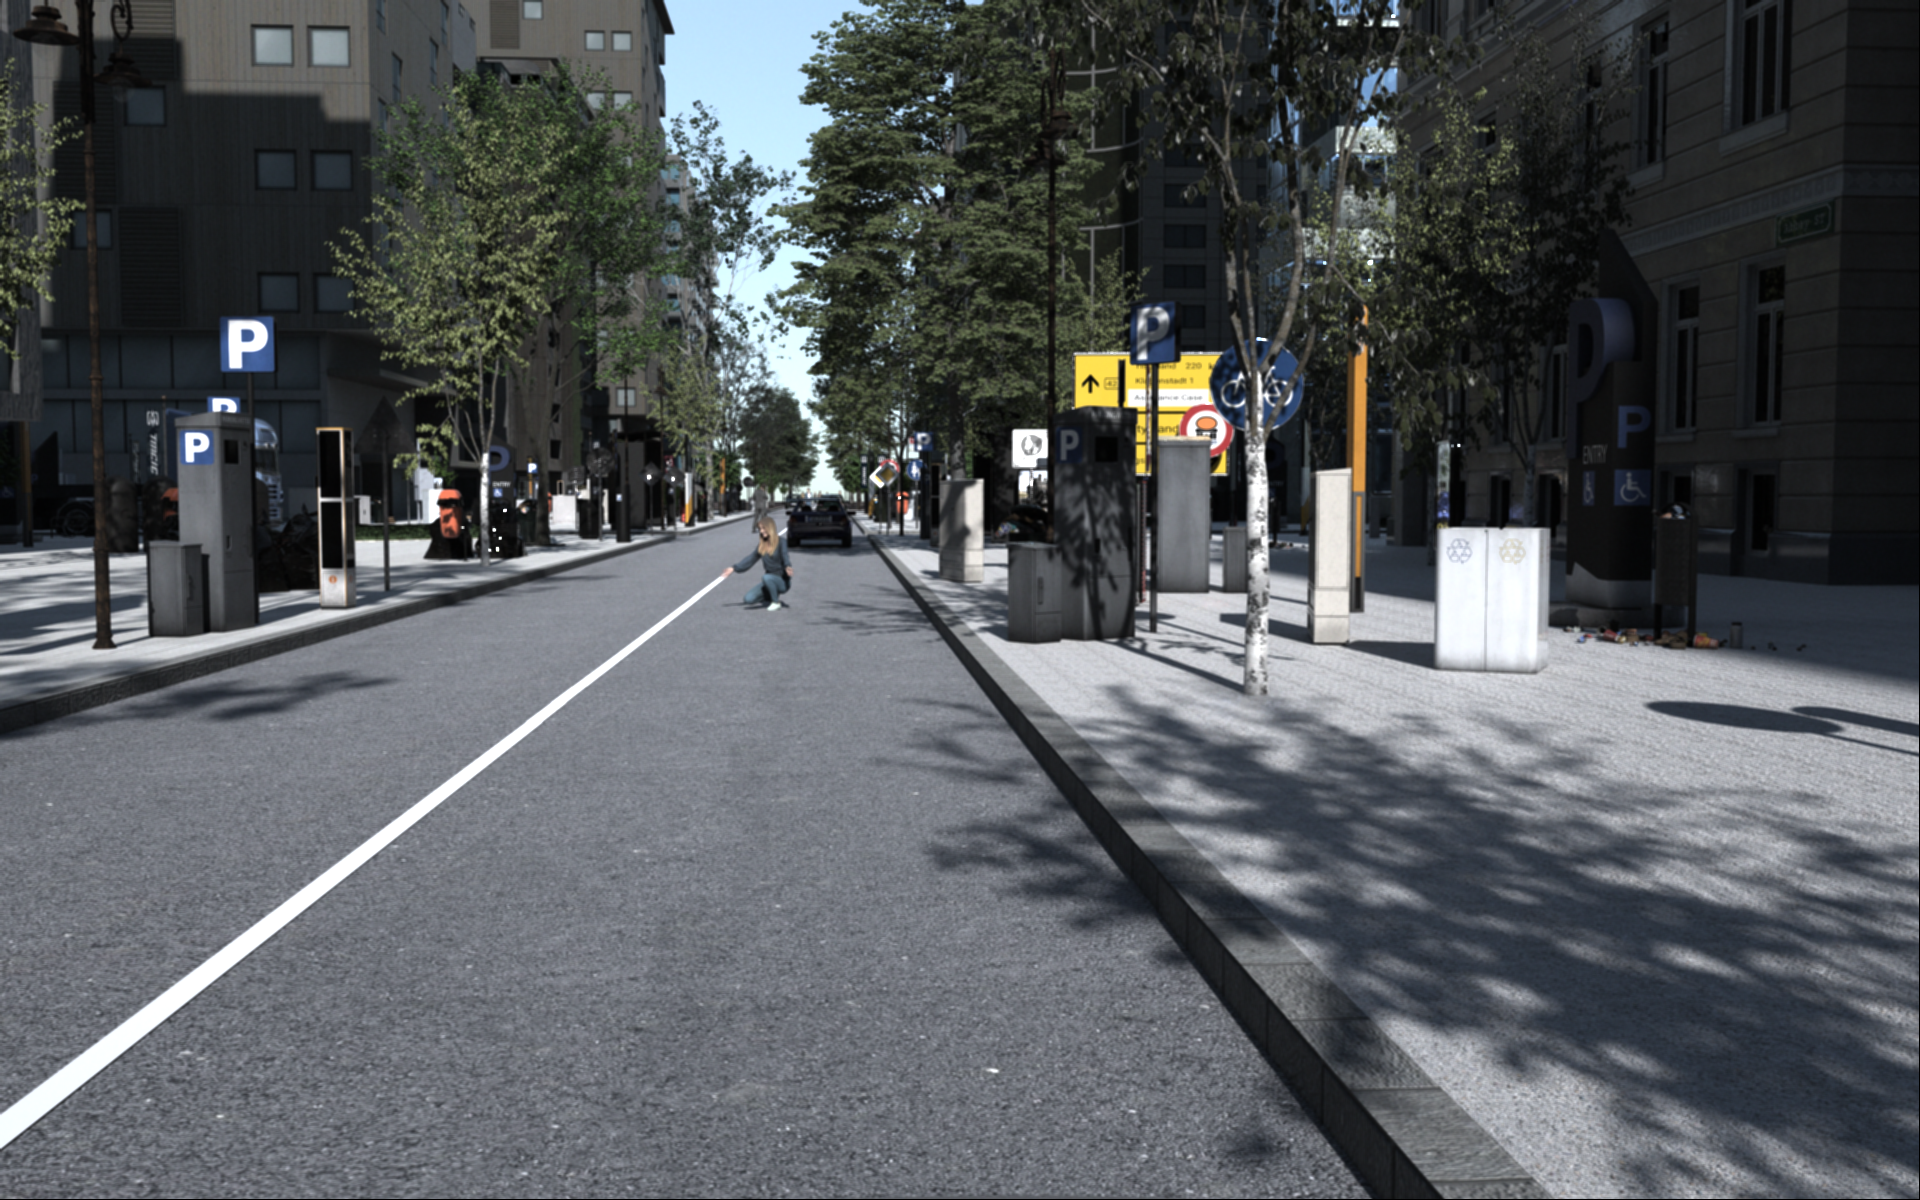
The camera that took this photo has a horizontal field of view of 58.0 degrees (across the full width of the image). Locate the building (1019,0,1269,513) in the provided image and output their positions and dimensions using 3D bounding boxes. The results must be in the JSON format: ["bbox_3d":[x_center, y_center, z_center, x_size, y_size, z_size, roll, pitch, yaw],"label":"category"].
[{"bbox_3d":[13.406,-42.093,126.469,20.563,71.187,20.611,0,4,-4],"label":"building"}]

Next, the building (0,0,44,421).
[{"bbox_3d":[-26.728,-21.334,32.408,14.086,41.232,14.154,0,4,-4],"label":"building"}]

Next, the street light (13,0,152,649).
[{"bbox_3d":[-7.114,-2.534,14.220,0.468,5.910,1.993,0,4,-4],"label":"street light"}]

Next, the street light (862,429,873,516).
[{"bbox_3d":[-5.249,-7.794,100.224,0.468,5.910,1.993,0,4,-4],"label":"street light"}]

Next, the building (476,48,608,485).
[{"bbox_3d":[-44.369,-27.753,145.642,32.217,40.220,23.993,0,4,-4],"label":"building"}]

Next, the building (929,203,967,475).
[{"bbox_3d":[2.466,-34.378,245.676,14.154,41.232,14.086,0,4,-4],"label":"building"}]

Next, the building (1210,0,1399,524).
[{"bbox_3d":[28.320,-47.176,84.005,31.000,86.520,22.319,0,4,-4],"label":"building"}]

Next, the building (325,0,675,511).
[{"bbox_3d":[-43.545,-35.613,171.508,28.713,52.752,27.495,0,4,-4],"label":"building"}]

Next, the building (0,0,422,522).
[{"bbox_3d":[-40.502,-30.525,88.322,28.713,52.752,27.495,0,4,-4],"label":"building"}]

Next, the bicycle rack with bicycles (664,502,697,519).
[{"bbox_3d":[-15.251,-4.772,91.406,2.925,0.926,2.852,3,5,41],"label":"bicycle rack with bicycles"}]

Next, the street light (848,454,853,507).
[{"bbox_3d":[-10.919,-12.452,176.384,0.468,5.910,1.993,0,4,-4],"label":"street light"}]

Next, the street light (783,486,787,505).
[{"bbox_3d":[-22.200,-15.178,220.947,0.468,5.910,1.993,0,4,-4],"label":"street light"}]

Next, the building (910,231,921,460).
[{"bbox_3d":[3.236,-38.361,281.833,22.147,44.769,28.867,0,4,-4],"label":"building"}]

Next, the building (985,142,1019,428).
[{"bbox_3d":[8.943,-22.862,145.499,14.160,30.474,14.107,0,4,-4],"label":"building"}]

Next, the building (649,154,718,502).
[{"bbox_3d":[-47.633,-38.177,243.794,23.786,49.044,30.456,0,4,-4],"label":"building"}]

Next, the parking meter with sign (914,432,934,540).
[{"bbox_3d":[-0.852,-3.260,49.566,0.543,3.016,1.738,1,4,11],"label":"parking meter with sign"}]

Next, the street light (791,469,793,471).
[{"bbox_3d":[-24.893,-17.356,256.553,0.468,5.910,1.993,0,4,-4],"label":"street light"}]

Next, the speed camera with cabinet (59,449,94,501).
[{"bbox_3d":[-38.468,-4.972,75.632,2.038,3.252,0.660,1,4,11],"label":"speed camera with cabinet"}]

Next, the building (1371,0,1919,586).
[{"bbox_3d":[17.657,-15.146,33.545,13.634,28.700,20.117,0,4,-4],"label":"building"}]

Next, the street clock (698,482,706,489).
[{"bbox_3d":[-15.533,-6.105,104.389,0.471,2.002,0.358,1,4,14],"label":"street clock"}]

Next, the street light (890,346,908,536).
[{"bbox_3d":[-1.793,-4.907,53.025,0.468,5.910,1.993,0,4,-4],"label":"street light"}]

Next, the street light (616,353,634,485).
[{"bbox_3d":[-9.667,-4.735,50.204,0.468,5.910,1.993,0,4,-4],"label":"street light"}]

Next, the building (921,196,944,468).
[{"bbox_3d":[1.398,-37.289,259.791,14.600,45.320,14.200,0,4,-4],"label":"building"}]

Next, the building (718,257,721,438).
[{"bbox_3d":[-49.664,-40.078,274.885,23.786,49.044,30.456,0,4,-4],"label":"building"}]

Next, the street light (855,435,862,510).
[{"bbox_3d":[-7.830,-9.946,135.398,0.468,5.910,1.993,0,4,-4],"label":"street light"}]

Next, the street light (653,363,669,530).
[{"bbox_3d":[-10.537,-5.411,61.251,0.468,5.910,1.993,0,4,-4],"label":"street light"}]

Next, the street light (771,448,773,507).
[{"bbox_3d":[-18.781,-12.238,172.874,0.468,5.910,1.993,0,4,-4],"label":"street light"}]

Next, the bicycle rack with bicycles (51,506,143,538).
[{"bbox_3d":[-25.545,-2.316,51.251,2.925,0.926,2.852,1,4,11],"label":"bicycle rack with bicycles"}]

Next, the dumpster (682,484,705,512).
[{"bbox_3d":[-15.065,-5.631,97.817,1.264,1.857,1.865,0,4,-4],"label":"dumpster"}]

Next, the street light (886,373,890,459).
[{"bbox_3d":[-2.647,-5.643,65.051,0.468,5.910,1.993,0,4,-4],"label":"street light"}]

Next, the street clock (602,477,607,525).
[{"bbox_3d":[-14.855,-4.107,71.715,0.471,2.002,0.358,1,4,9],"label":"street clock"}]

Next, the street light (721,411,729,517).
[{"bbox_3d":[-13.074,-7.562,96.429,0.468,5.910,1.993,0,4,-4],"label":"street light"}]

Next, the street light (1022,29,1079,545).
[{"bbox_3d":[0.946,-2.757,17.862,0.468,5.910,1.993,0,4,-4],"label":"street light"}]

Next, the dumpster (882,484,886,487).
[{"bbox_3d":[-3.686,-5.644,94.769,1.502,2.255,1.985,0,4,-4],"label":"dumpster"}]

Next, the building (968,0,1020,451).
[{"bbox_3d":[12.214,-33.016,163.516,21.300,48.544,21.600,0,4,-4],"label":"building"}]

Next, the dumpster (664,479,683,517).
[{"bbox_3d":[-16.525,-5.876,98.565,1.502,2.255,1.985,0,4,-4],"label":"dumpster"}]

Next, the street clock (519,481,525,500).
[{"bbox_3d":[-24.054,-5.539,95.127,0.358,2.002,0.471,-1,4,-17],"label":"street clock"}]

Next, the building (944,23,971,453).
[{"bbox_3d":[13.480,-36.624,188.048,28.713,52.752,27.495,0,4,-4],"label":"building"}]

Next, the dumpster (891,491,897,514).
[{"bbox_3d":[-3.348,-5.202,90.804,1.264,1.857,1.865,0,4,-4],"label":"dumpster"}]

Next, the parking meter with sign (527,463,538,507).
[{"bbox_3d":[-23.813,-6.183,97.351,0.543,3.016,1.738,-2,4,-29],"label":"parking meter with sign"}]

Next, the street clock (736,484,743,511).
[{"bbox_3d":[-16.426,-7.613,129.049,0.358,2.002,0.471,3,4,38],"label":"street clock"}]

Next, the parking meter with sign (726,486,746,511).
[{"bbox_3d":[-17.344,-8.396,133.538,1.738,3.016,0.543,-3,5,-41],"label":"parking meter with sign"}]

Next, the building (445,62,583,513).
[{"bbox_3d":[-34.219,-21.263,119.355,14.160,30.474,14.107,0,4,-4],"label":"building"}]

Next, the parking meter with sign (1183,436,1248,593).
[{"bbox_3d":[2.916,-1.605,22.505,1.738,3.016,0.543,0,4,3],"label":"parking meter with sign"}]

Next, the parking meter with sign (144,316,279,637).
[{"bbox_3d":[-7.026,-1.223,16.260,0.543,3.016,1.738,0,4,3],"label":"parking meter with sign"}]

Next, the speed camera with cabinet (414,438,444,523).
[{"bbox_3d":[-18.719,-4.085,61.118,0.660,3.252,2.038,-2,4,-31],"label":"speed camera with cabinet"}]

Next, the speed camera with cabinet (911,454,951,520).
[{"bbox_3d":[-1.352,-5.534,84.823,2.038,3.252,0.660,0,4,-3],"label":"speed camera with cabinet"}]

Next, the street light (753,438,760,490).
[{"bbox_3d":[-16.149,-10.080,137.603,0.468,5.910,1.993,0,4,-4],"label":"street light"}]
